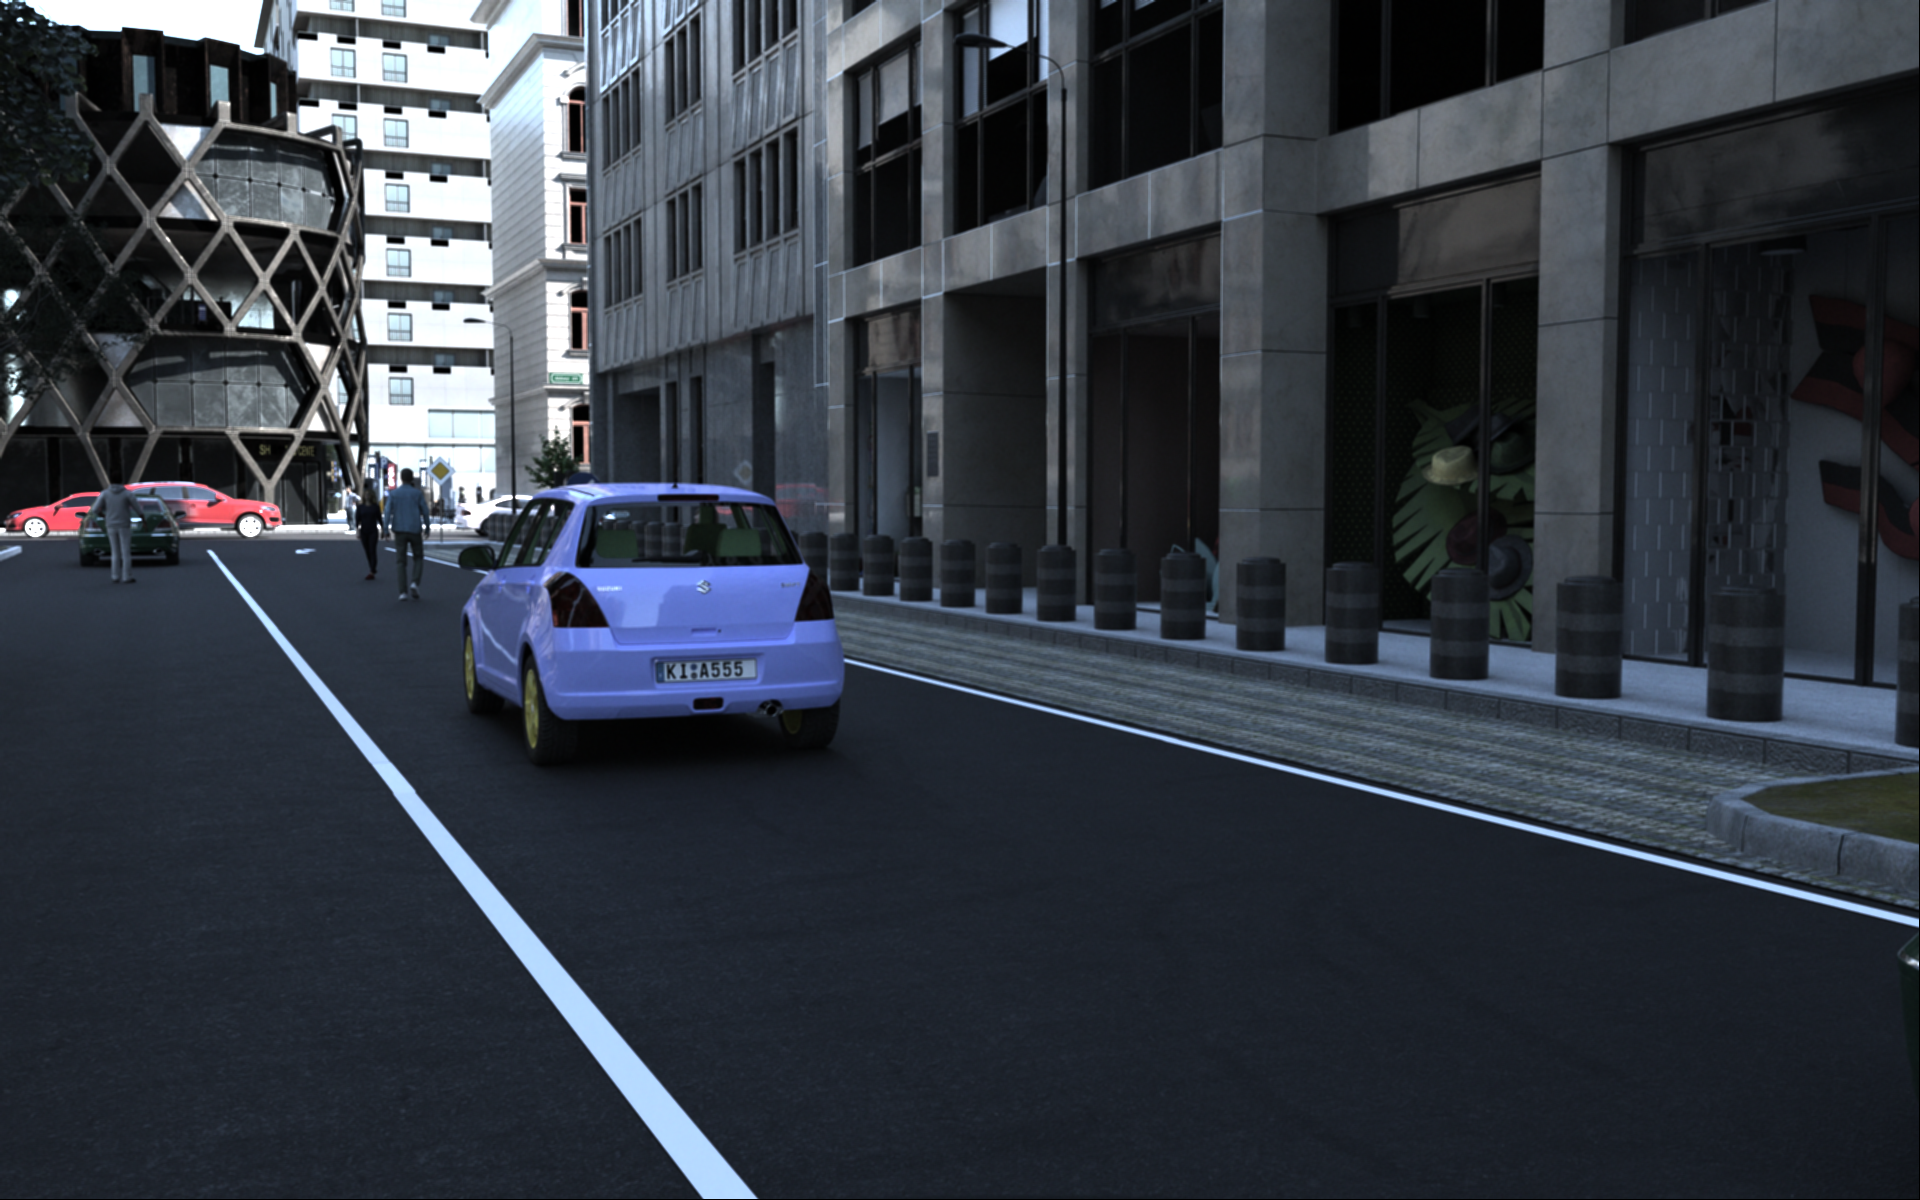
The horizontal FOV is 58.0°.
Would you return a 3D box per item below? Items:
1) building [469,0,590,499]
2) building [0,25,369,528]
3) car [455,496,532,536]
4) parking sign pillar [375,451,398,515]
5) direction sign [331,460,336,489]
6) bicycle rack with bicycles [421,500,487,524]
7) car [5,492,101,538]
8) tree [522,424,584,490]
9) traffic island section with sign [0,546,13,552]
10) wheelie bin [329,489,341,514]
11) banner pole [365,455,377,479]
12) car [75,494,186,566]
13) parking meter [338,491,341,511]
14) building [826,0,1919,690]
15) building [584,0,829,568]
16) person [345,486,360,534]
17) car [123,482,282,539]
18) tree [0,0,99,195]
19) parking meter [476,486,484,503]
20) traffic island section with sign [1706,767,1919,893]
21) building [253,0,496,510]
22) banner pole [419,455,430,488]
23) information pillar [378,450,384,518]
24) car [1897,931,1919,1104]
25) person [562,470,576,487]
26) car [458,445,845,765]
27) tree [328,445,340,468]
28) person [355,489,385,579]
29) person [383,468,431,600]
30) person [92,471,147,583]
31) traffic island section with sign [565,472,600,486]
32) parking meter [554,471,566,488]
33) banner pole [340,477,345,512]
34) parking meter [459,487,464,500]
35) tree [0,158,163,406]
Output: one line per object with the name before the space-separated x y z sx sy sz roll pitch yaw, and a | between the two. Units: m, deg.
building | -9.327 -17.907 80.172 23.554 28.519 14.401 -2 4 -25
building | -33.303 -12.445 70.931 16.811 18.784 16.820 -2 4 -25
car | -14.972 -2.906 59.876 4.827 1.381 2.083 -2 4 -25
parking sign pillar | -35.526 -7.262 107.210 1.447 3.967 1.447 -1 4 -9
direction sign | -41.577 -7.525 115.035 0.379 3.537 0.876 0 4 0
bicycle rack with bicycles | -21.717 -3.761 74.880 2.925 0.926 2.852 1 4 21
car | -29.216 -2.967 57.556 4.494 1.783 2.155 -2 4 -24
tree | -11.201 -3.249 47.715 1.663 3.219 1.824 0 3 0
traffic island section with sign | -23.735 -2.030 41.333 2.006 1.907 1.989 -2 4 -25
wheelie bin | -39.696 -6.224 109.668 0.980 1.594 0.693 -1 4 -12
banner pole | -33.494 -6.620 98.255 0.863 3.779 0.401 -2 4 -29
car | -17.261 -1.484 36.056 2.131 1.459 4.920 -2 4 -24
parking meter | -46.827 -7.457 130.331 0.372 1.533 0.369 0 3 0
building | 13.754 -12.877 15.061 19.350 26.468 34.151 -2 4 -25
building | -0.312 -13.533 39.289 12.078 24.808 19.932 -2 4 -25
person | -22.102 -3.281 62.863 0.376 1.734 0.841 -3 5 -42
car | -24.719 -2.886 55.857 5.304 1.827 2.281 -2 4 -25
tree | -10.401 -6.306 12.208 9.857 13.997 8.962 0 3 0
parking meter | -37.084 -7.856 134.158 0.399 1.863 0.255 0 4 -3
traffic island section with sign | 4.186 0.109 6.850 1.989 1.847 2.006 -2 4 -25
building | -58.046 -36.324 183.140 28.713 52.752 27.495 -2 4 -25
banner pole | -34.251 -7.405 111.093 0.863 3.779 0.401 -2 4 -34
information pillar | -30.995 -6.201 92.739 0.183 3.616 0.504 0 4 2
car | 3.486 0.614 1.757 2.131 1.459 4.920 -2 4 -25
person | -7.477 -1.565 33.455 0.474 1.900 0.648 2 4 26
car | -2.032 -0.065 10.651 1.945 1.707 3.694 -2 4 -23
tree | -49.561 -11.985 130.362 7.601 10.594 8.767 -1 4 -14
person | -9.979 -1.115 29.264 0.480 1.512 0.613 -2 4 -27
person | -7.479 -0.893 23.441 0.601 1.785 0.444 -1 4 -15
person | -13.537 -1.183 27.991 0.875 1.805 0.789 -1 4 -14
traffic island section with sign | -7.074 -1.390 31.350 1.989 1.847 2.006 -2 4 -25
parking meter | -10.286 -2.391 44.800 0.399 1.863 0.255 -1 4 -22
banner pole | -45.250 -8.379 127.008 0.401 3.779 0.863 -3 5 -39
parking meter | -38.531 -7.845 133.980 0.255 1.863 0.399 -3 5 -45
tree | -21.732 -6.138 37.234 8.767 10.594 7.601 -2 4 -25
